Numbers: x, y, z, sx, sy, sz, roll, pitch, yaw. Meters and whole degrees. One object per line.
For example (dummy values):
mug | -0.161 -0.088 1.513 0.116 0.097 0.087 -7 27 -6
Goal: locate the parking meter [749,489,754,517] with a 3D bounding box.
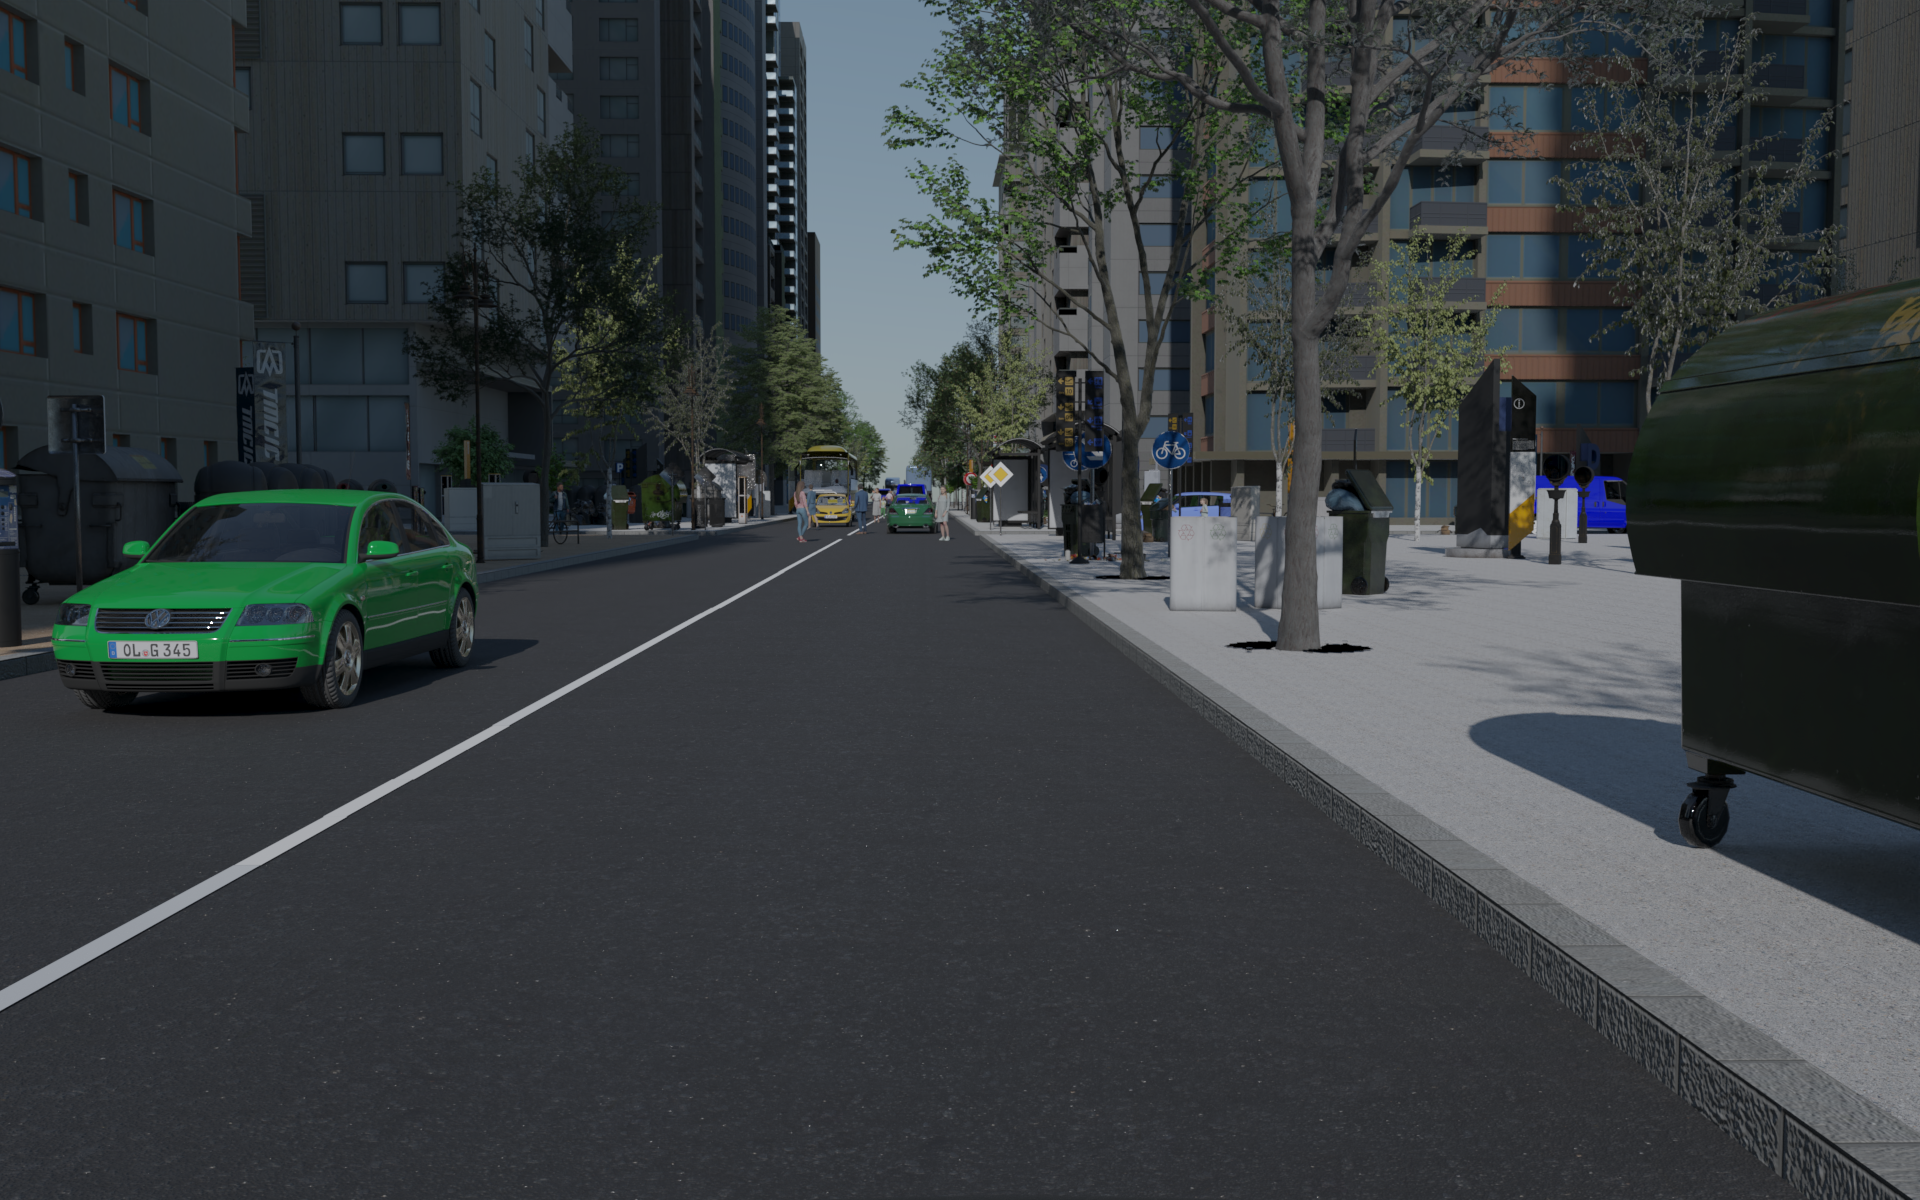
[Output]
parking meter | -11.897 -5.685 98.657 0.399 1.863 0.255 3 5 42

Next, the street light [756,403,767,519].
street light | -10.024 -7.026 87.667 0.468 5.910 1.993 0 4 -1

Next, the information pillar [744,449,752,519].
information pillar | -10.982 -6.010 89.611 0.183 3.616 0.504 2 4 31

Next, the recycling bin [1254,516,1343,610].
recycling bin | 3.810 -0.425 19.496 0.722 1.027 0.722 -3 5 -39

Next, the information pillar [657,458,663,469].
information pillar | -19.600 -7.449 113.150 0.504 3.616 0.183 2 4 25

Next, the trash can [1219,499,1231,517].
trash can | 15.015 -5.157 95.972 0.748 1.137 0.748 0 3 0

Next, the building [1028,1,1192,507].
building | 17.982 -39.637 190.061 21.231 58.520 28.212 0 4 -1

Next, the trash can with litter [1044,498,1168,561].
trash can with litter | 2.880 -1.365 33.376 2.233 1.210 1.678 2 4 25

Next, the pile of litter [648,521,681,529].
pile of litter | -11.223 -3.099 64.638 1.719 0.858 1.176 3 4 36

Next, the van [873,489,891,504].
van | -8.752 -11.799 197.298 2.240 2.365 5.245 0 4 -1

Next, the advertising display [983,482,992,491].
advertising display | 1.718 -5.473 94.693 0.974 1.923 0.123 0 4 -8

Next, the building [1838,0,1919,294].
building | 59.828 -30.177 82.626 27.495 52.752 28.713 0 4 -1

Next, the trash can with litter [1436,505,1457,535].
trash can with litter | 15.534 -2.628 54.349 1.055 1.170 0.624 0 4 7

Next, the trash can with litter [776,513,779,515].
trash can with litter | -11.801 -5.894 107.423 1.678 1.210 2.233 -1 4 -10

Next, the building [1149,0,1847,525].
building | 23.707 -26.000 79.717 28.867 44.769 22.147 0 4 -1

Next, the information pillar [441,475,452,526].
information pillar | -20.302 -3.915 68.500 0.304 2.012 0.304 1 4 14

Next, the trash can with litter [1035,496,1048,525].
trash can with litter | 3.307 -3.757 72.821 0.624 1.170 1.055 1 4 19

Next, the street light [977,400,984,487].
street light | 1.047 -6.740 82.992 0.468 5.910 1.993 0 4 -1

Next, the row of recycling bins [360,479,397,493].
row of recycling bins | -17.095 -2.446 47.106 3.534 1.692 1.069 0 4 -5

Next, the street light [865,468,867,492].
street light | -13.416 -16.819 247.785 0.468 5.910 1.993 0 4 -1

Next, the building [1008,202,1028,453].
building | 13.660 -34.069 240.615 14.154 41.232 14.086 0 4 -1

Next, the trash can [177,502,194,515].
trash can | -14.254 -1.263 32.299 0.748 1.137 0.748 0 3 0

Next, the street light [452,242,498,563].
street light | -8.914 -3.622 32.006 0.468 5.910 1.993 0 4 -1

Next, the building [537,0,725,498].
building | -24.486 -26.808 121.897 14.154 41.232 14.086 0 4 -1

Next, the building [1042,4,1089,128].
building | 21.901 -35.063 162.513 28.713 52.752 27.495 0 4 -1

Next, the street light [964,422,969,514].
street light | 0.466 -8.350 109.307 0.468 5.910 1.993 0 4 -1

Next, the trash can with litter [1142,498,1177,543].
trash can with litter | 5.211 -2.124 46.116 1.055 1.170 0.624 -3 4 -37

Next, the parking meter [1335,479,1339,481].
parking meter | 14.898 -3.800 67.844 0.399 1.863 0.255 3 5 40

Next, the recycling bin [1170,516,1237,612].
recycling bin | 2.713 -0.410 19.266 0.722 1.027 0.722 1 4 9

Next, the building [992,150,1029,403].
building | 19.737 -41.104 261.284 28.713 52.752 27.495 0 4 -1

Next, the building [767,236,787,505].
building | -26.922 -25.727 192.337 14.160 30.474 14.107 0 4 -1

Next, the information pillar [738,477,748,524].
information pillar | -9.263 -4.246 73.912 0.304 2.012 0.304 1 4 13

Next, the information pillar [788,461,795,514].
information pillar | -10.754 -7.293 110.594 0.183 3.616 0.504 3 5 45

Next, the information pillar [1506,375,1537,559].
information pillar | 11.083 -2.619 34.172 0.504 3.616 0.183 0 4 4

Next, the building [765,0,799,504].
building | -32.706 -56.781 241.047 22.319 86.520 31.000 0 4 -1

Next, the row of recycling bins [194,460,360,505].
row of recycling bins | -9.000 -0.955 22.734 1.069 1.692 3.534 0 4 -2

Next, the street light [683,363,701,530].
street light | -9.482 -5.420 61.398 0.468 5.910 1.993 0 4 -1

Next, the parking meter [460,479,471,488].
parking meter | -18.643 -3.645 65.307 0.399 1.863 0.255 2 4 35

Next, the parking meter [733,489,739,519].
parking meter | -11.586 -4.987 89.946 0.372 1.533 0.369 0 3 0

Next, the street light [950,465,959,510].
street light | -0.544 -11.361 158.539 0.468 5.910 1.993 0 4 -1

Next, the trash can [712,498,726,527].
trash can | -9.413 -3.392 67.108 0.748 1.137 0.748 0 3 0

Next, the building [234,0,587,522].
building | -34.710 -30.336 85.238 28.713 52.752 27.495 0 4 -1

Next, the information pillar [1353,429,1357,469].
information pillar | 14.125 -4.317 61.942 0.183 3.616 0.504 1 4 17

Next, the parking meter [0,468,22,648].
parking meter | -8.114 -0.375 14.548 0.372 1.533 0.369 0 3 0

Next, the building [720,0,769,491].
building | -30.679 -38.392 169.705 21.231 58.520 28.212 0 4 -1

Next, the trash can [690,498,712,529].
trash can | -9.662 -3.216 64.227 0.748 1.137 0.748 0 3 0

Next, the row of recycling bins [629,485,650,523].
row of recycling bins | -14.399 -4.342 78.096 1.069 1.692 3.534 0 4 -7

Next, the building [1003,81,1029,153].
building | 15.521 -51.787 284.961 20.563 71.187 20.611 0 4 -1

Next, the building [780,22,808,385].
building | -31.906 -50.752 268.054 20.563 71.187 20.611 0 4 -1

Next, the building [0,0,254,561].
building | -31.365 -11.178 27.804 28.899 21.520 27.650 0 4 -1

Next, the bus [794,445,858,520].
bus | -6.850 -6.102 91.307 2.896 3.916 12.252 0 4 -1

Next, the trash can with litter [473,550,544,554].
trash can with litter | -9.764 -1.627 37.667 1.678 1.210 2.233 2 4 26

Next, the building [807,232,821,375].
building | -30.319 -38.908 286.254 14.600 45.320 14.200 0 4 -1

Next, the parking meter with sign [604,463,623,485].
parking meter with sign | -19.608 -6.177 97.261 1.738 3.016 0.543 3 5 42

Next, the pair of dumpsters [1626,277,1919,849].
pair of dumpsters | 3.271 -0.106 4.221 1.574 2.255 4.437 0 4 -1

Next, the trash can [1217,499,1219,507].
trash can | 15.516 -5.884 107.850 0.748 1.137 0.748 0 3 0

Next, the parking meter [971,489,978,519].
parking meter | 0.720 -4.837 87.499 0.372 1.533 0.369 0 3 0

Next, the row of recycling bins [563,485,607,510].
row of recycling bins | -17.183 -4.389 78.869 3.534 1.692 1.069 2 4 35

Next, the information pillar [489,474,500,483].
information pillar | -16.794 -3.549 62.521 0.304 2.012 0.304 1 4 17
